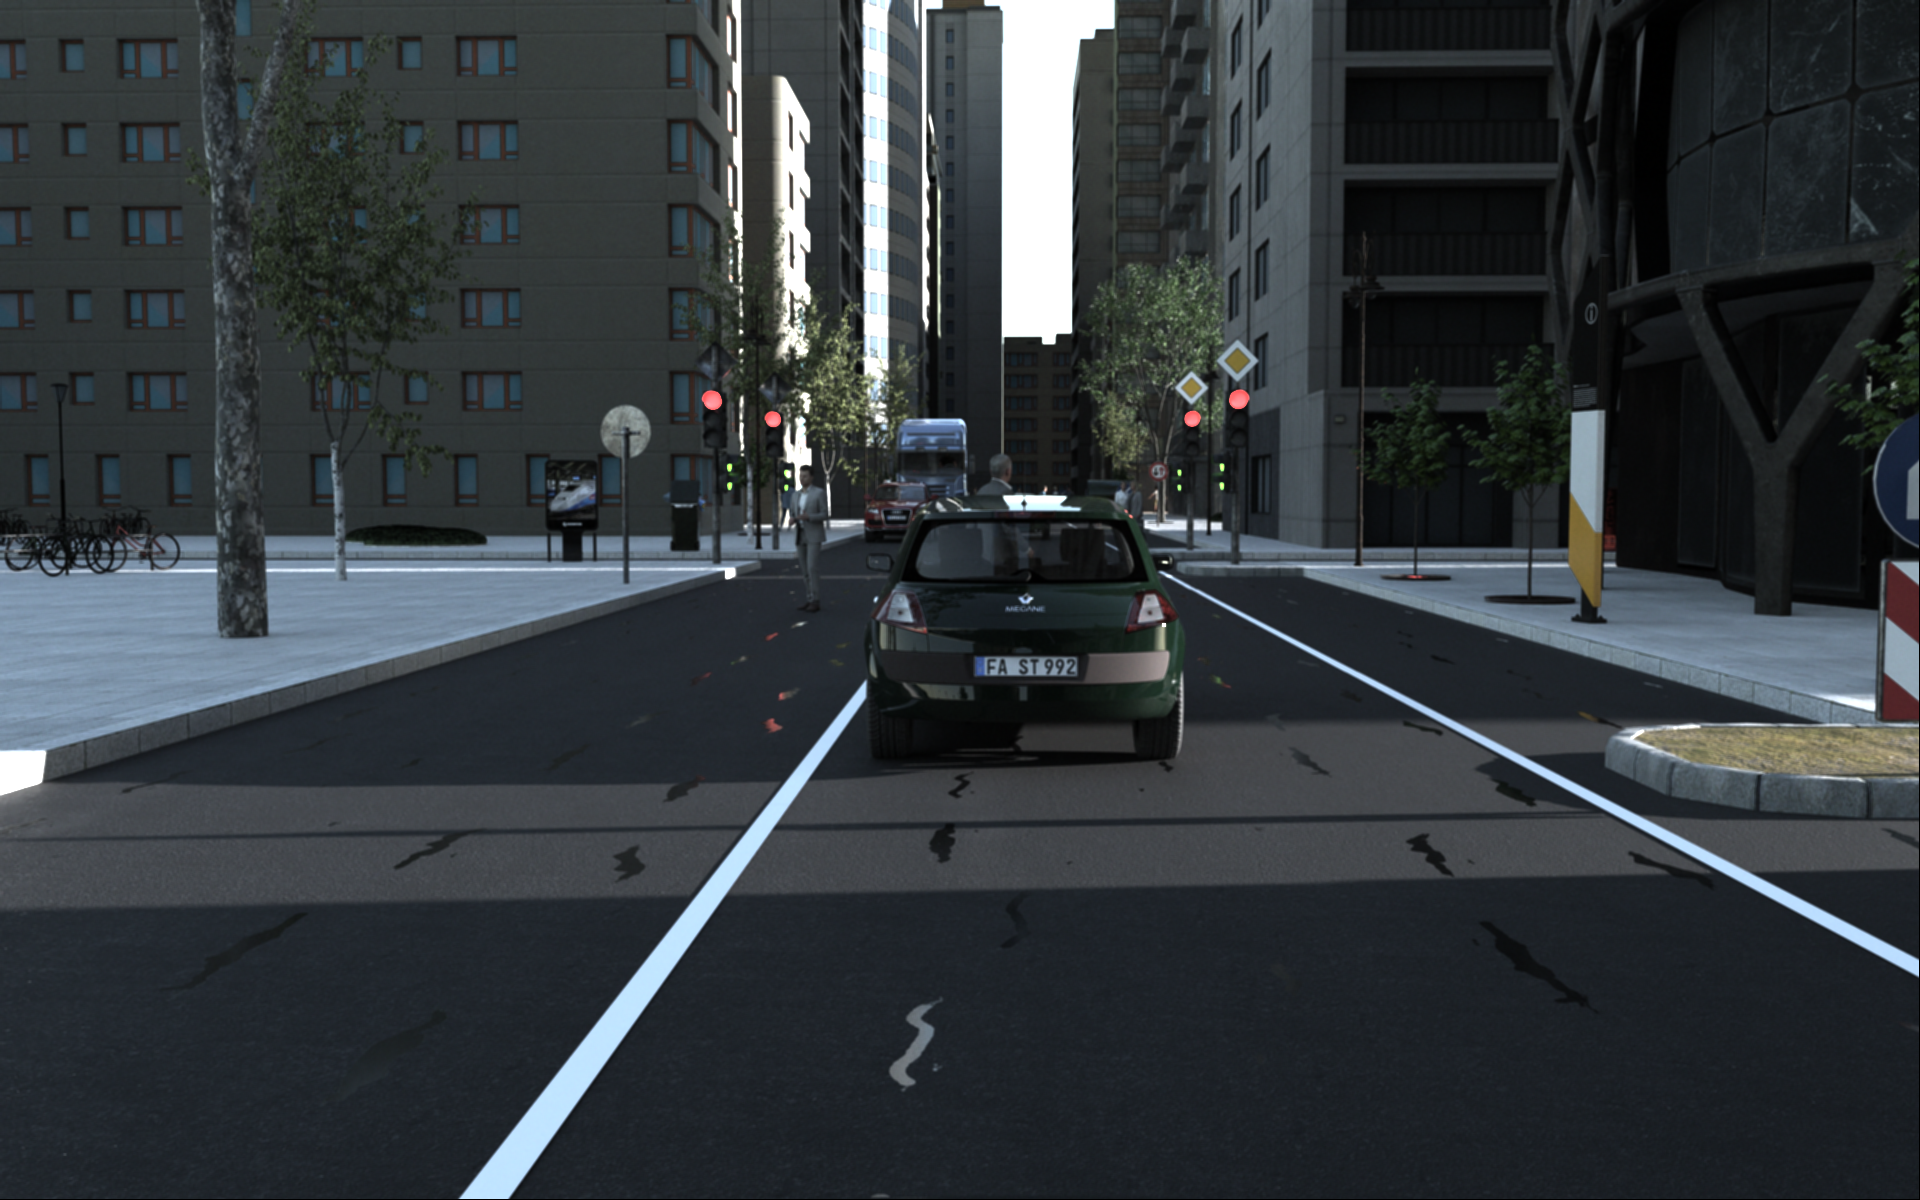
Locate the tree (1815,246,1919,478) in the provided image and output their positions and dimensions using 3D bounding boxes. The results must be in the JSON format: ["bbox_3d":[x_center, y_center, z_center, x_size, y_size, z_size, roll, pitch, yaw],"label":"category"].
[{"bbox_3d":[6.589,-1.034,11.507,1.663,3.219,1.824,0,3,0],"label":"tree"}]

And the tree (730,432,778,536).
[{"bbox_3d":[-6.547,-3.622,53.814,1.663,3.219,1.824,0,3,0],"label":"tree"}]

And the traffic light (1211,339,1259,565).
[{"bbox_3d":[5.000,-2.603,31.479,0.839,4.253,0.868,0,4,2],"label":"traffic light"}]

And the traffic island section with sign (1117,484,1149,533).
[{"bbox_3d":[6.036,-3.435,64.790,1.989,1.847,2.006,0,4,2],"label":"traffic island section with sign"}]

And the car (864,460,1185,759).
[{"bbox_3d":[0.378,-0.061,10.780,2.009,1.686,4.222,0,4,1],"label":"car"}]

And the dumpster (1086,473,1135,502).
[{"bbox_3d":[5.927,-3.849,67.874,1.985,2.255,1.502,0,4,1],"label":"dumpster"}]

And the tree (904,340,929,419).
[{"bbox_3d":[-3.409,-8.121,83.145,4.737,8.622,4.395,0,3,0],"label":"tree"}]

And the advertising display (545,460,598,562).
[{"bbox_3d":[-7.366,-1.691,32.859,0.974,1.923,0.123,-1,4,-16],"label":"advertising display"}]

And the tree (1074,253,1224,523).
[{"bbox_3d":[8.833,-9.200,76.173,9.928,11.665,9.643,0,3,0],"label":"tree"}]

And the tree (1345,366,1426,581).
[{"bbox_3d":[6.939,-1.928,26.130,1.663,3.219,1.824,0,3,0],"label":"tree"}]

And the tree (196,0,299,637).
[{"bbox_3d":[-7.447,-9.665,13.916,12.611,20.169,13.585,0,3,0],"label":"tree"}]

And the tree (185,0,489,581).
[{"bbox_3d":[-9.094,-4.582,25.281,4.737,8.622,4.395,0,3,0],"label":"tree"}]

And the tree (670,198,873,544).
[{"bbox_3d":[-5.117,-5.726,43.989,4.737,8.622,4.395,0,3,0],"label":"tree"}]

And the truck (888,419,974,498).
[{"bbox_3d":[-0.946,-4.781,67.925,2.967,4.110,18.799,0,4,0],"label":"truck"}]

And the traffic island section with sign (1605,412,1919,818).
[{"bbox_3d":[4.370,0.002,8.595,1.989,1.847,2.006,0,4,2],"label":"traffic island section with sign"}]

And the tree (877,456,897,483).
[{"bbox_3d":[-3.249,-5.711,87.977,1.663,3.219,1.824,0,3,0],"label":"tree"}]

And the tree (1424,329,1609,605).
[{"bbox_3d":[6.644,-1.583,20.482,1.663,3.219,1.824,0,3,0],"label":"tree"}]

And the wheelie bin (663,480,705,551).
[{"bbox_3d":[-6.212,-1.907,39.080,0.980,1.594,0.693,0,4,-1],"label":"wheelie bin"}]

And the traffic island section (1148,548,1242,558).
[{"bbox_3d":[5.277,-1.058,39.574,2.009,0.180,2.903,0,4,2],"label":"traffic island section"}]

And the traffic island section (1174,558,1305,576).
[{"bbox_3d":[5.040,-0.569,31.592,2.009,0.180,2.903,0,4,2],"label":"traffic island section"}]

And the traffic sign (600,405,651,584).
[{"bbox_3d":[-4.780,-1.506,24.729,0.768,2.556,0.104,1,4,10],"label":"traffic sign"}]

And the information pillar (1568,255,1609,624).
[{"bbox_3d":[6.274,-1.586,17.294,0.183,3.616,0.504,-1,4,-12],"label":"information pillar"}]

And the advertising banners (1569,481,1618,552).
[{"bbox_3d":[14.404,-2.578,38.342,2.074,3.025,0.090,0,4,5],"label":"advertising banners"}]

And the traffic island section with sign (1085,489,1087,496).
[{"bbox_3d":[6.842,-5.085,91.768,1.989,1.847,2.006,0,4,2],"label":"traffic island section with sign"}]

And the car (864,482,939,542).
[{"bbox_3d":[-1.761,-2.723,53.193,2.281,1.827,5.304,0,4,2],"label":"car"}]

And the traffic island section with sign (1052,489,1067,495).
[{"bbox_3d":[9.112,-9.767,168.324,1.989,1.847,2.006,0,4,2],"label":"traffic island section with sign"}]

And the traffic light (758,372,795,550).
[{"bbox_3d":[-4.220,-3.107,39.725,0.839,4.253,0.868,0,4,2],"label":"traffic light"}]

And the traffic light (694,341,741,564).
[{"bbox_3d":[-4.458,-2.619,31.744,0.839,4.253,0.868,0,4,2],"label":"traffic light"}]

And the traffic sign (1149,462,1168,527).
[{"bbox_3d":[7.810,-4.162,68.150,0.768,2.556,0.104,0,4,4],"label":"traffic sign"}]

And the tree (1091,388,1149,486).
[{"bbox_3d":[10.939,-10.345,119.502,4.737,8.622,4.395,0,3,0],"label":"tree"}]

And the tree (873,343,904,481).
[{"bbox_3d":[-4.787,-6.839,62.178,4.737,8.622,4.395,0,3,0],"label":"tree"}]

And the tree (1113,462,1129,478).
[{"bbox_3d":[9.794,-7.030,109.542,1.663,3.219,1.824,0,3,0],"label":"tree"}]

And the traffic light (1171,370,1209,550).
[{"bbox_3d":[5.238,-3.091,39.461,0.839,4.253,0.868,0,4,2],"label":"traffic light"}]
